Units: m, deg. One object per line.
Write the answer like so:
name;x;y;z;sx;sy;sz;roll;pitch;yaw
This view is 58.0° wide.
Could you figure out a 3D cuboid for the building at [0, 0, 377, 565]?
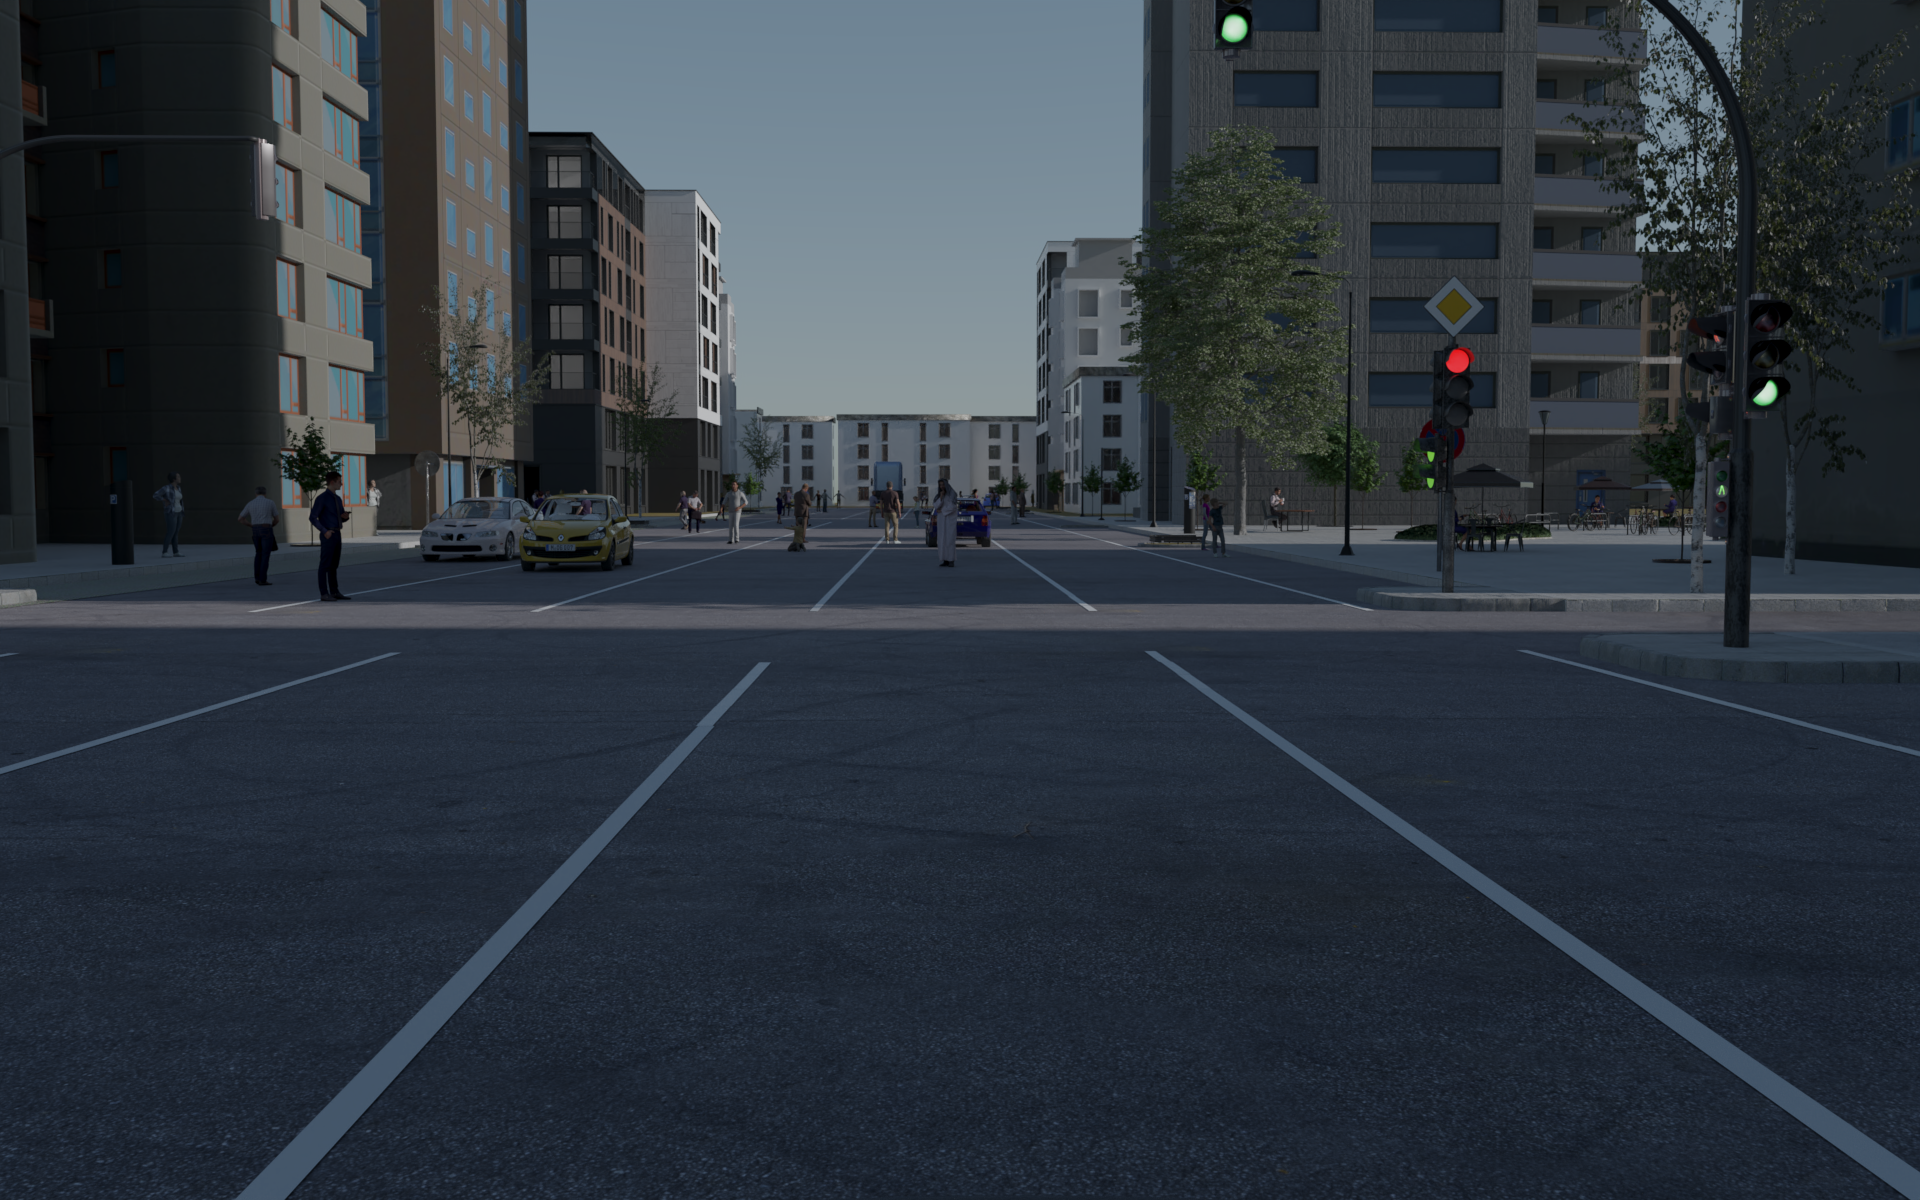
building;-31.374;-11.779;37.629;27.650;21.520;28.899;0;4;-1

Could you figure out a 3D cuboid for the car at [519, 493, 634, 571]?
car;-7.370;-1.421;33.451;2.015;1.641;3.980;0;4;-3

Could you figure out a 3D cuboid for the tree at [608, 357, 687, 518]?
tree;-17.183;-8.767;93.698;4.737;8.622;4.395;0;3;0

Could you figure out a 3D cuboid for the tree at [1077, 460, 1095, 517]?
tree;7.579;-6.404;99.300;1.663;3.219;1.824;0;3;0

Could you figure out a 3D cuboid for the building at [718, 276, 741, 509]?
building;-27.183;-17.844;148.175;16.016;20.091;11.380;0;4;-1

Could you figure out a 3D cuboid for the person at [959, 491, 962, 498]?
person;0.152;-9.318;161.564;0.721;1.735;1.217;-1;4;-12

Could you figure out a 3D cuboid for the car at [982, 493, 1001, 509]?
car;3.132;-9.983;172.809;1.945;1.707;3.694;0;3;0

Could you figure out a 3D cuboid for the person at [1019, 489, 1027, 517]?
person;3.896;-6.009;107.302;0.434;1.755;0.990;-1;4;-22

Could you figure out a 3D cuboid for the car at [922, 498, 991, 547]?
car;-0.075;-2.168;48.024;1.945;1.354;3.894;0;4;-2

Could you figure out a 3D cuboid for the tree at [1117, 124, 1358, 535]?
tree;8.384;-8.317;54.110;7.486;12.596;7.792;0;3;0

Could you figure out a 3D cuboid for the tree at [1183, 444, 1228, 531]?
tree;8.316;-4.056;60.921;1.663;3.219;1.824;0;3;0

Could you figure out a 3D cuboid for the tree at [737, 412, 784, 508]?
tree;-17.989;-12.619;156.675;4.737;8.622;4.395;0;3;0

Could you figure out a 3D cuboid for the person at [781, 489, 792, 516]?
person;-11.455;-6.431;114.093;0.683;1.767;0.568;-2;4;-32

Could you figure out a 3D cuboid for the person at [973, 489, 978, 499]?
person;1.006;-5.597;100.697;0.721;1.739;1.217;0;4;-6

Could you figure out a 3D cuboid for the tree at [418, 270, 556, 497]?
tree;-15.981;-6.569;57.759;4.360;8.622;3.978;0;3;0

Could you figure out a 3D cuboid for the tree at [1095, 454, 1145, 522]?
tree;7.643;-5.294;81.157;1.663;3.219;1.824;0;3;0

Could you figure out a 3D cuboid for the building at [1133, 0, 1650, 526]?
building;19.383;-33.077;82.816;21.231;58.520;28.212;0;4;-1

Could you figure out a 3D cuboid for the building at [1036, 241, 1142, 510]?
building;20.655;-19.119;156.573;27.936;21.610;32.646;0;4;-1

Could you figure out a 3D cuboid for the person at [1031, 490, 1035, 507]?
person;7.250;-10.248;174.332;0.721;1.736;1.217;1;4;12

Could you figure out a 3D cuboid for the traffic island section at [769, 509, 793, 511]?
traffic island section;-15.549;-7.831;150.895;1.991;0.108;1.994;0;4;-1

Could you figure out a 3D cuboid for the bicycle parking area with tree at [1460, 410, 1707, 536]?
bicycle parking area with tree;21.754;-4.317;57.579;9.016;4.147;8.231;-2;4;-32

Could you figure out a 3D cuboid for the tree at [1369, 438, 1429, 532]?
tree;14.905;-3.840;57.389;1.663;3.219;1.824;0;3;0

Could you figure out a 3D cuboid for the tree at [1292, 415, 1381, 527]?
tree;14.741;-5.168;68.208;4.285;4.588;4.351;0;3;0

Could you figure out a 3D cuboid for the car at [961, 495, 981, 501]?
car;0.716;-7.840;140.761;1.945;1.354;3.894;0;4;-1

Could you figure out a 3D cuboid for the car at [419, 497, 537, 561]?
car;-10.518;-1.597;38.471;2.083;1.381;4.827;0;4;0

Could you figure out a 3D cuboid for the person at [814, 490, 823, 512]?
person;-11.495;-8.090;141.298;0.721;1.766;1.217;3;5;43

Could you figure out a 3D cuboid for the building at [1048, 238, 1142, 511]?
building;14.980;-16.963;133.767;16.016;20.091;11.380;0;4;-1

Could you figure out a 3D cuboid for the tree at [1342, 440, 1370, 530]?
tree;14.489;-4.104;61.698;1.663;3.219;1.824;0;3;0

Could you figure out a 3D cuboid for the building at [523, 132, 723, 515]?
building;-31.557;-16.521;114.100;27.936;21.610;32.646;0;4;-1

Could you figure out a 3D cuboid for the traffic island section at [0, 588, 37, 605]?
traffic island section;-13.285;0.007;22.164;2.009;0.180;2.903;0;4;-1

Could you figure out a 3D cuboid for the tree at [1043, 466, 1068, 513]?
tree;6.623;-7.645;119.596;1.663;3.219;1.824;0;3;0

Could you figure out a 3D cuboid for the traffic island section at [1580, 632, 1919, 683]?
traffic island section;6.533;0.472;14.569;2.009;0.180;2.903;0;4;-1

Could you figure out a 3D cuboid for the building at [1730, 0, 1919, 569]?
building;26.967;-24.933;31.363;21.600;48.544;21.300;0;4;-1

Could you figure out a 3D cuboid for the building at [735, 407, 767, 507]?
building;-33.421;-13.763;167.172;28.070;9.664;9.099;0;4;-1

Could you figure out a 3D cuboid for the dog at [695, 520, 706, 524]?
dog;-12.554;-3.886;83.732;0.550;0.427;0.748;-1;4;-11

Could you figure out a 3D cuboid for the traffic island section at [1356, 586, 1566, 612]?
traffic island section;6.372;-0.017;22.553;2.009;0.180;2.903;0;4;-1

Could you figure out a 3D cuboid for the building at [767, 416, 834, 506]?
building;-27.625;-14.948;186.546;28.070;9.664;9.099;0;4;-1

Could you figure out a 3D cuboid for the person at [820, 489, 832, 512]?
person;-10.513;-7.738;135.100;1.350;1.814;0.705;3;5;43

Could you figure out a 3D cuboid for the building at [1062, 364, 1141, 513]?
building;12.385;-10.526;114.251;9.099;9.664;28.070;0;4;-1

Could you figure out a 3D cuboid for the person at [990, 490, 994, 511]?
person;2.636;-8.412;146.750;0.721;1.736;1.217;0;4;-3

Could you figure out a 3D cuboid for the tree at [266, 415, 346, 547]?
tree;-15.814;-2.930;42.509;1.663;3.219;1.824;0;3;0

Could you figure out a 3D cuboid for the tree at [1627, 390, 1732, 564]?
tree;13.584;-2.300;32.213;1.663;3.219;1.824;0;3;0

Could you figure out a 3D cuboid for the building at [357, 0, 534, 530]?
building;-25.216;-25.469;66.526;14.600;45.320;14.200;0;4;-1

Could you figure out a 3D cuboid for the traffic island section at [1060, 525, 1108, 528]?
traffic island section;5.323;-3.172;74.736;1.991;0.108;1.994;0;4;-1

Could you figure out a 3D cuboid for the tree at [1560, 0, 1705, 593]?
tree;9.803;-4.395;22.225;4.360;8.622;3.978;0;3;0

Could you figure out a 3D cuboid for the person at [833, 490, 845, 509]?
person;-12.008;-9.977;171.618;1.348;1.824;0.705;1;4;11

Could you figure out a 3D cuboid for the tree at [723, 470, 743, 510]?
tree;-18.262;-8.809;138.621;1.663;3.219;1.824;0;3;0

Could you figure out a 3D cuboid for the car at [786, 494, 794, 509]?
car;-16.123;-9.793;170.340;2.015;1.641;3.980;0;4;1

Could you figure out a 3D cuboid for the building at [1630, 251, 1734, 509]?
building;56.919;-19.328;159.983;32.646;21.610;27.936;0;4;-1

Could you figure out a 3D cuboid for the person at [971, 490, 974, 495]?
person;1.145;-8.722;151.196;0.705;1.812;1.348;-3;5;-42

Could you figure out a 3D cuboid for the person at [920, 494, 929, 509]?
person;-3.296;-9.129;160.954;0.628;1.438;0.799;2;4;29

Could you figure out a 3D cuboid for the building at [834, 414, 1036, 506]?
building;0.981;-14.953;186.631;28.070;9.664;9.099;0;4;-1
